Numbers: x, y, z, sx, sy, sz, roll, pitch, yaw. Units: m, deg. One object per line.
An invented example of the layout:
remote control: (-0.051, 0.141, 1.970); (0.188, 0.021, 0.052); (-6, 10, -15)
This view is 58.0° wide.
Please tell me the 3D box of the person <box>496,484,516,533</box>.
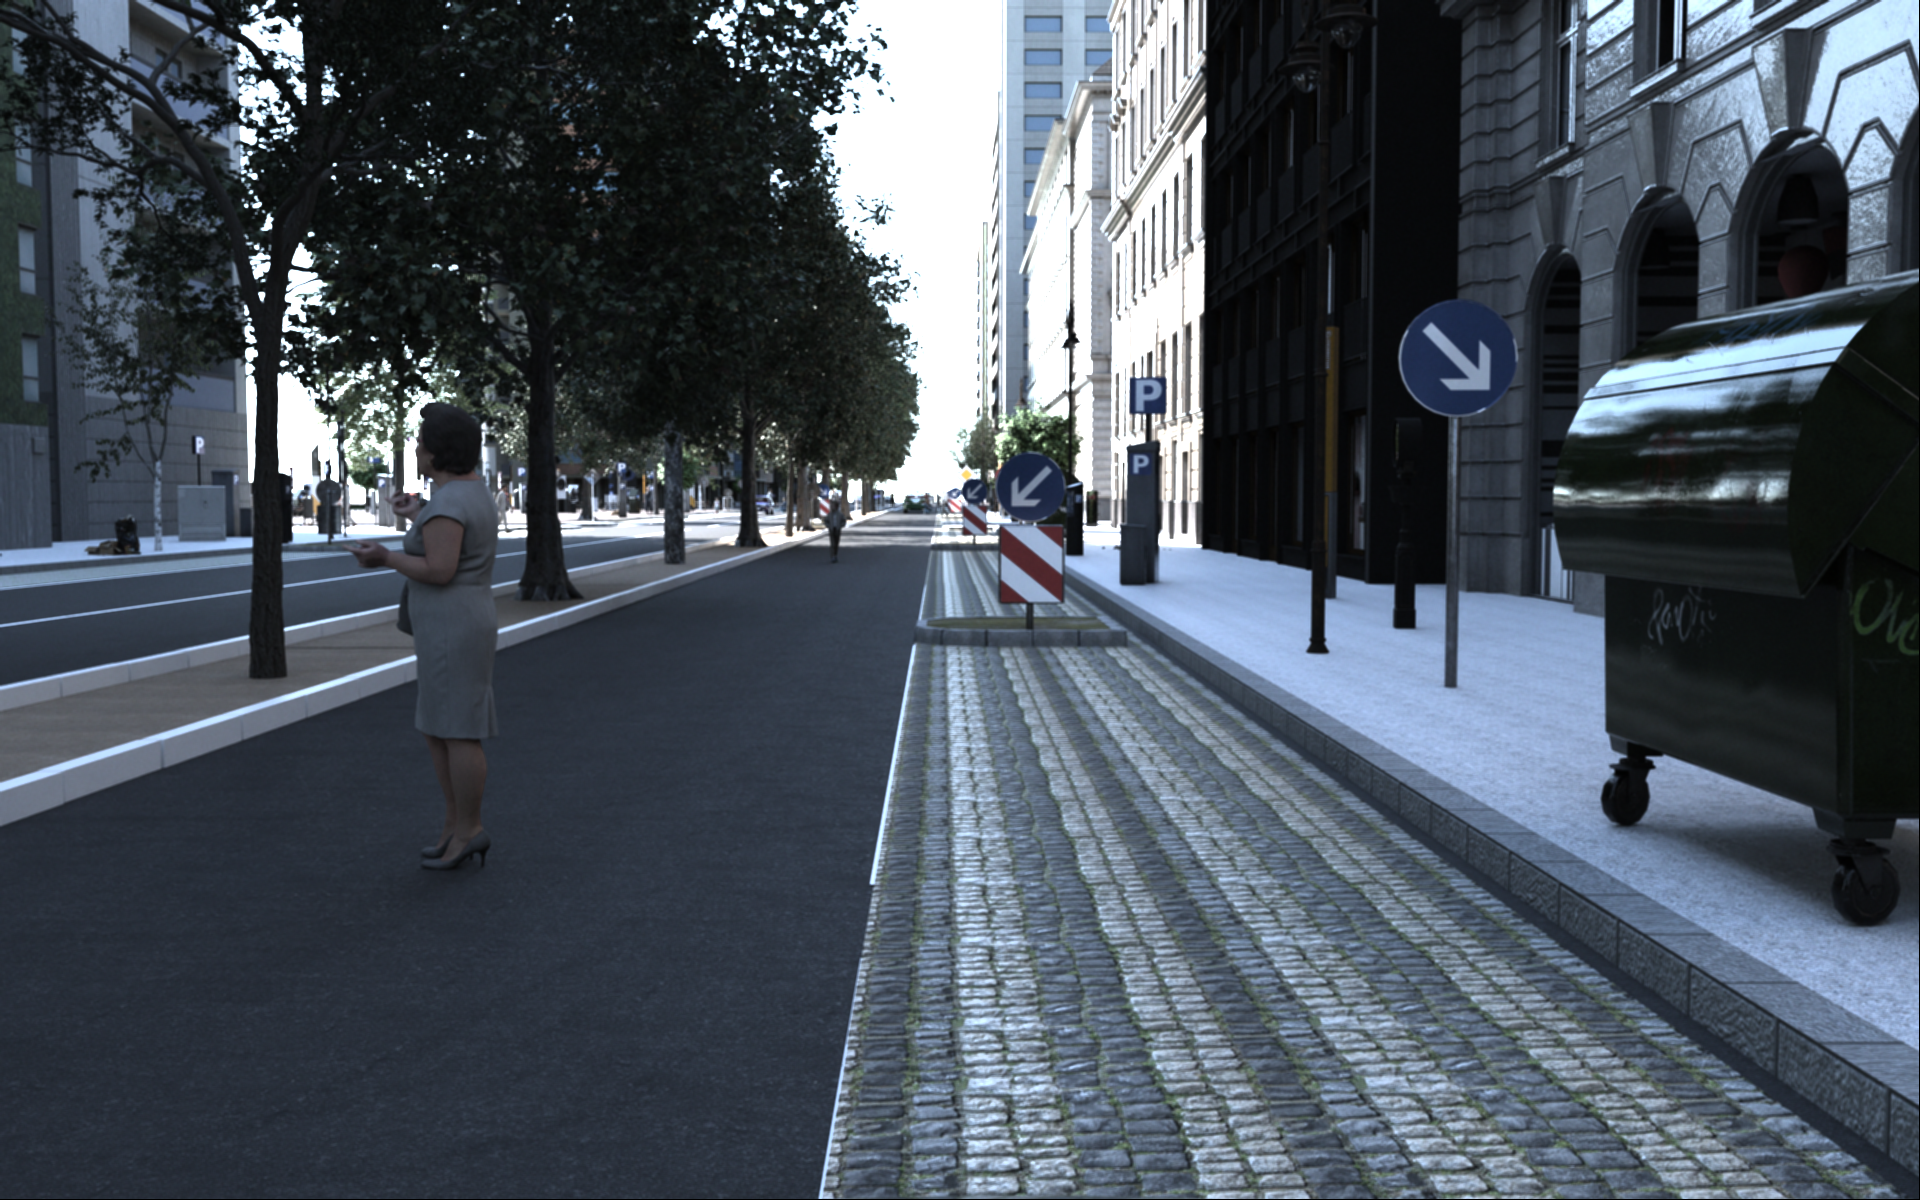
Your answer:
person: (-16.550, -3.297, 62.679); (0.850, 1.792, 0.678); (0, 4, 8)

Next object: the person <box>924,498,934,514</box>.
person: (-2.216, -6.764, 124.587); (0.738, 1.151, 1.012); (2, 4, 32)

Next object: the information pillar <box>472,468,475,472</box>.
information pillar: (-31.908, -7.459, 113.307); (0.183, 3.616, 0.504); (2, 4, 33)

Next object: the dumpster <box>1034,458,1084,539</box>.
dumpster: (2.590, -2.755, 47.536); (1.502, 2.255, 1.985); (0, 4, -1)

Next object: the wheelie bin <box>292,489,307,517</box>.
wheelie bin: (-37.514, -5.541, 98.500); (0.980, 1.594, 0.693); (3, 5, 39)

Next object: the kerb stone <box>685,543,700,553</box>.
kerb stone: (-6.708, -1.295, 43.391); (0.120, 0.150, 1.000); (0, 4, -1)

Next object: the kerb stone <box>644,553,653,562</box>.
kerb stone: (-6.625, -0.858, 36.220); (0.120, 0.150, 1.000); (0, 4, -1)

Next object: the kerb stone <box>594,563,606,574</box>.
kerb stone: (-6.562, -0.544, 31.086); (0.120, 0.150, 1.000); (0, 4, -1)

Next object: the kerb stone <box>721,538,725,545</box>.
kerb stone: (-6.764, -1.609, 48.516); (0.120, 0.150, 1.000); (0, 4, -1)

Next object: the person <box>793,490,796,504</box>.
person: (-20.613, -12.880, 216.766); (0.705, 1.807, 1.348); (1, 4, 19)

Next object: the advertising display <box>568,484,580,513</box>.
advertising display: (-25.796, -6.758, 115.709); (0.974, 1.923, 0.123); (2, 4, 32)

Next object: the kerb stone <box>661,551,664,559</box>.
kerb stone: (-6.650, -0.978, 38.268); (0.120, 0.150, 1.000); (0, 4, -1)

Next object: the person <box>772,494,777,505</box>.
person: (-20.385, -11.021, 189.467); (0.697, 1.427, 0.421); (0, 4, -6)

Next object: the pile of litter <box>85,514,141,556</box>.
pile of litter: (-17.987, -1.397, 36.805); (1.176, 0.858, 1.719); (-1, 4, -11)

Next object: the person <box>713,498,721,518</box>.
person: (-14.779, -5.616, 105.344); (0.505, 1.210, 0.382); (-3, 4, -37)

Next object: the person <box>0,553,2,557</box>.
person: (-18.903, -1.418, 33.498); (0.640, 1.303, 0.475); (-3, 5, -40)

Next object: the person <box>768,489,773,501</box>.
person: (-14.918, -7.781, 135.570); (0.795, 1.843, 0.661); (1, 4, 19)

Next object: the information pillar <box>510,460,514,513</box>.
information pillar: (-30.294, -7.680, 116.921); (0.183, 3.616, 0.504); (0, 4, -7)

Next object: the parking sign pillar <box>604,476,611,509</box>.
parking sign pillar: (-29.155, -9.597, 145.385); (1.447, 3.967, 1.447); (0, 3, 0)

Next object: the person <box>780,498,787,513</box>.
person: (-13.301, -7.091, 129.944); (0.738, 1.151, 1.012); (1, 4, 12)

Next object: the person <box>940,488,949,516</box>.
person: (-1.009, -6.010, 106.858); (0.850, 1.850, 0.679); (-3, 5, -42)

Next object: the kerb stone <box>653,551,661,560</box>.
kerb stone: (-6.633, -0.920, 37.244); (0.120, 0.150, 1.000); (0, 4, -1)

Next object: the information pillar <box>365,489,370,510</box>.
information pillar: (-46.493, -8.036, 135.882); (0.304, 2.012, 0.304); (0, 4, -1)

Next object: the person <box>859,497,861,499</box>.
person: (-9.558, -9.973, 171.658); (0.705, 1.812, 1.348); (2, 4, 33)

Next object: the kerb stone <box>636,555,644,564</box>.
kerb stone: (-6.615, -0.795, 35.196); (0.120, 0.150, 1.000); (0, 4, -1)

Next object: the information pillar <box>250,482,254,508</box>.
information pillar: (-42.361, -6.047, 103.352); (0.304, 2.012, 0.304); (0, 4, 8)

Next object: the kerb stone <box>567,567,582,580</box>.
kerb stone: (-6.546, -0.419, 29.039); (0.120, 0.150, 1.000); (0, 4, -1)

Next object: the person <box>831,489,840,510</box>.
person: (-8.731, -6.902, 121.522); (0.592, 1.802, 0.473); (1, 4, 12)

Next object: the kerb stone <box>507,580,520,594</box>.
kerb stone: (-6.496, -0.168, 24.941); (0.120, 0.150, 1.000); (0, 4, -1)

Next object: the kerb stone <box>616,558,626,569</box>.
kerb stone: (-6.588, -0.669, 33.142); (0.120, 0.150, 1.000); (0, 4, -1)

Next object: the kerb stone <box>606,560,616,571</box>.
kerb stone: (-6.575, -0.607, 32.112); (0.120, 0.150, 1.000); (0, 4, -1)

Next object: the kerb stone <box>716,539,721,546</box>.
kerb stone: (-6.748, -1.544, 47.487); (0.120, 0.150, 1.000); (0, 4, -1)

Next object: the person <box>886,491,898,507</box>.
person: (-7.701, -11.519, 196.927); (1.348, 1.812, 0.705); (1, 4, 12)

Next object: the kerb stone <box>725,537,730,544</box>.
kerb stone: (-6.775, -1.665, 49.548); (0.120, 0.150, 1.000); (0, 4, -1)

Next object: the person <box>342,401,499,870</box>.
person: (-2.035, 0.132, 6.698); (0.532, 1.782, 0.716); (0, 4, -3)

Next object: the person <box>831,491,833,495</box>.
person: (-15.043, -11.992, 204.513); (0.705, 1.831, 1.348); (0, 4, -7)

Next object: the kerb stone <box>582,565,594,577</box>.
kerb stone: (-6.560, -0.481, 30.061); (0.120, 0.150, 1.000); (0, 4, -1)

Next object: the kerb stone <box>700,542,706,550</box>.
kerb stone: (-6.709, -1.359, 44.413); (0.120, 0.150, 1.000); (0, 4, -1)

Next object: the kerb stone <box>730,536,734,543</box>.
kerb stone: (-6.787, -1.736, 50.572); (0.120, 0.150, 1.000); (0, 4, -1)

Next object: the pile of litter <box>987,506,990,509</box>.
pile of litter: (2.713, -8.365, 150.729); (1.176, 0.858, 1.719); (0, 4, 3)

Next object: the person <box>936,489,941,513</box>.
person: (-1.610, -7.677, 134.220); (0.583, 1.804, 0.606); (1, 4, 11)

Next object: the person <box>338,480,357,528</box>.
person: (-23.333, -3.647, 65.788); (0.853, 1.813, 0.709); (-1, 4, -14)

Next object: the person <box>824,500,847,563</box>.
person: (-2.617, -1.447, 36.425); (0.475, 1.303, 0.640); (-1, 4, -13)

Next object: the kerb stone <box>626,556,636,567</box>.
kerb stone: (-6.601, -0.732, 34.169); (0.120, 0.150, 1.000); (0, 4, -1)

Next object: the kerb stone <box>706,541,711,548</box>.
kerb stone: (-6.729, -1.421, 45.435); (0.120, 0.150, 1.000); (0, 4, -1)

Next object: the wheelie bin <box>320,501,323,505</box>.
wheelie bin: (-44.259, -6.820, 119.411); (0.980, 1.594, 0.693); (1, 4, 20)

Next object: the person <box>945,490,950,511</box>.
person: (-1.193, -8.347, 144.888); (0.836, 1.842, 0.656); (0, 4, 7)

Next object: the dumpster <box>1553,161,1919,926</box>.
dumpster: (3.090, -0.207, 5.873); (1.502, 2.255, 1.985); (0, 4, -1)

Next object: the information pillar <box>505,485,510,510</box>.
information pillar: (-36.280, -8.215, 138.801); (0.304, 2.012, 0.304); (-1, 4, -8)

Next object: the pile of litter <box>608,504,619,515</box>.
pile of litter: (-20.763, -5.565, 104.947); (1.176, 0.858, 1.719); (0, 4, 0)

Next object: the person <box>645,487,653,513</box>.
person: (-20.755, -6.660, 115.357); (0.576, 1.772, 0.534); (1, 4, 15)

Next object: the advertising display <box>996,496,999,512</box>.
advertising display: (2.617, -7.169, 122.427); (0.123, 1.923, 0.974); (-1, 4, -10)

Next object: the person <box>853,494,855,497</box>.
person: (-17.537, -16.922, 288.433); (1.065, 1.426, 0.557); (-2, 4, -26)

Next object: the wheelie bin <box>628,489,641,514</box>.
wheelie bin: (-21.468, -6.503, 114.237); (0.980, 1.594, 0.693); (2, 4, 23)

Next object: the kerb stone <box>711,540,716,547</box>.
kerb stone: (-6.739, -1.482, 46.458); (0.120, 0.150, 1.000); (0, 4, -1)

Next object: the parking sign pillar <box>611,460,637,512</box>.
parking sign pillar: (-23.550, -8.206, 122.640); (1.447, 3.967, 1.447); (-3, 4, -37)
